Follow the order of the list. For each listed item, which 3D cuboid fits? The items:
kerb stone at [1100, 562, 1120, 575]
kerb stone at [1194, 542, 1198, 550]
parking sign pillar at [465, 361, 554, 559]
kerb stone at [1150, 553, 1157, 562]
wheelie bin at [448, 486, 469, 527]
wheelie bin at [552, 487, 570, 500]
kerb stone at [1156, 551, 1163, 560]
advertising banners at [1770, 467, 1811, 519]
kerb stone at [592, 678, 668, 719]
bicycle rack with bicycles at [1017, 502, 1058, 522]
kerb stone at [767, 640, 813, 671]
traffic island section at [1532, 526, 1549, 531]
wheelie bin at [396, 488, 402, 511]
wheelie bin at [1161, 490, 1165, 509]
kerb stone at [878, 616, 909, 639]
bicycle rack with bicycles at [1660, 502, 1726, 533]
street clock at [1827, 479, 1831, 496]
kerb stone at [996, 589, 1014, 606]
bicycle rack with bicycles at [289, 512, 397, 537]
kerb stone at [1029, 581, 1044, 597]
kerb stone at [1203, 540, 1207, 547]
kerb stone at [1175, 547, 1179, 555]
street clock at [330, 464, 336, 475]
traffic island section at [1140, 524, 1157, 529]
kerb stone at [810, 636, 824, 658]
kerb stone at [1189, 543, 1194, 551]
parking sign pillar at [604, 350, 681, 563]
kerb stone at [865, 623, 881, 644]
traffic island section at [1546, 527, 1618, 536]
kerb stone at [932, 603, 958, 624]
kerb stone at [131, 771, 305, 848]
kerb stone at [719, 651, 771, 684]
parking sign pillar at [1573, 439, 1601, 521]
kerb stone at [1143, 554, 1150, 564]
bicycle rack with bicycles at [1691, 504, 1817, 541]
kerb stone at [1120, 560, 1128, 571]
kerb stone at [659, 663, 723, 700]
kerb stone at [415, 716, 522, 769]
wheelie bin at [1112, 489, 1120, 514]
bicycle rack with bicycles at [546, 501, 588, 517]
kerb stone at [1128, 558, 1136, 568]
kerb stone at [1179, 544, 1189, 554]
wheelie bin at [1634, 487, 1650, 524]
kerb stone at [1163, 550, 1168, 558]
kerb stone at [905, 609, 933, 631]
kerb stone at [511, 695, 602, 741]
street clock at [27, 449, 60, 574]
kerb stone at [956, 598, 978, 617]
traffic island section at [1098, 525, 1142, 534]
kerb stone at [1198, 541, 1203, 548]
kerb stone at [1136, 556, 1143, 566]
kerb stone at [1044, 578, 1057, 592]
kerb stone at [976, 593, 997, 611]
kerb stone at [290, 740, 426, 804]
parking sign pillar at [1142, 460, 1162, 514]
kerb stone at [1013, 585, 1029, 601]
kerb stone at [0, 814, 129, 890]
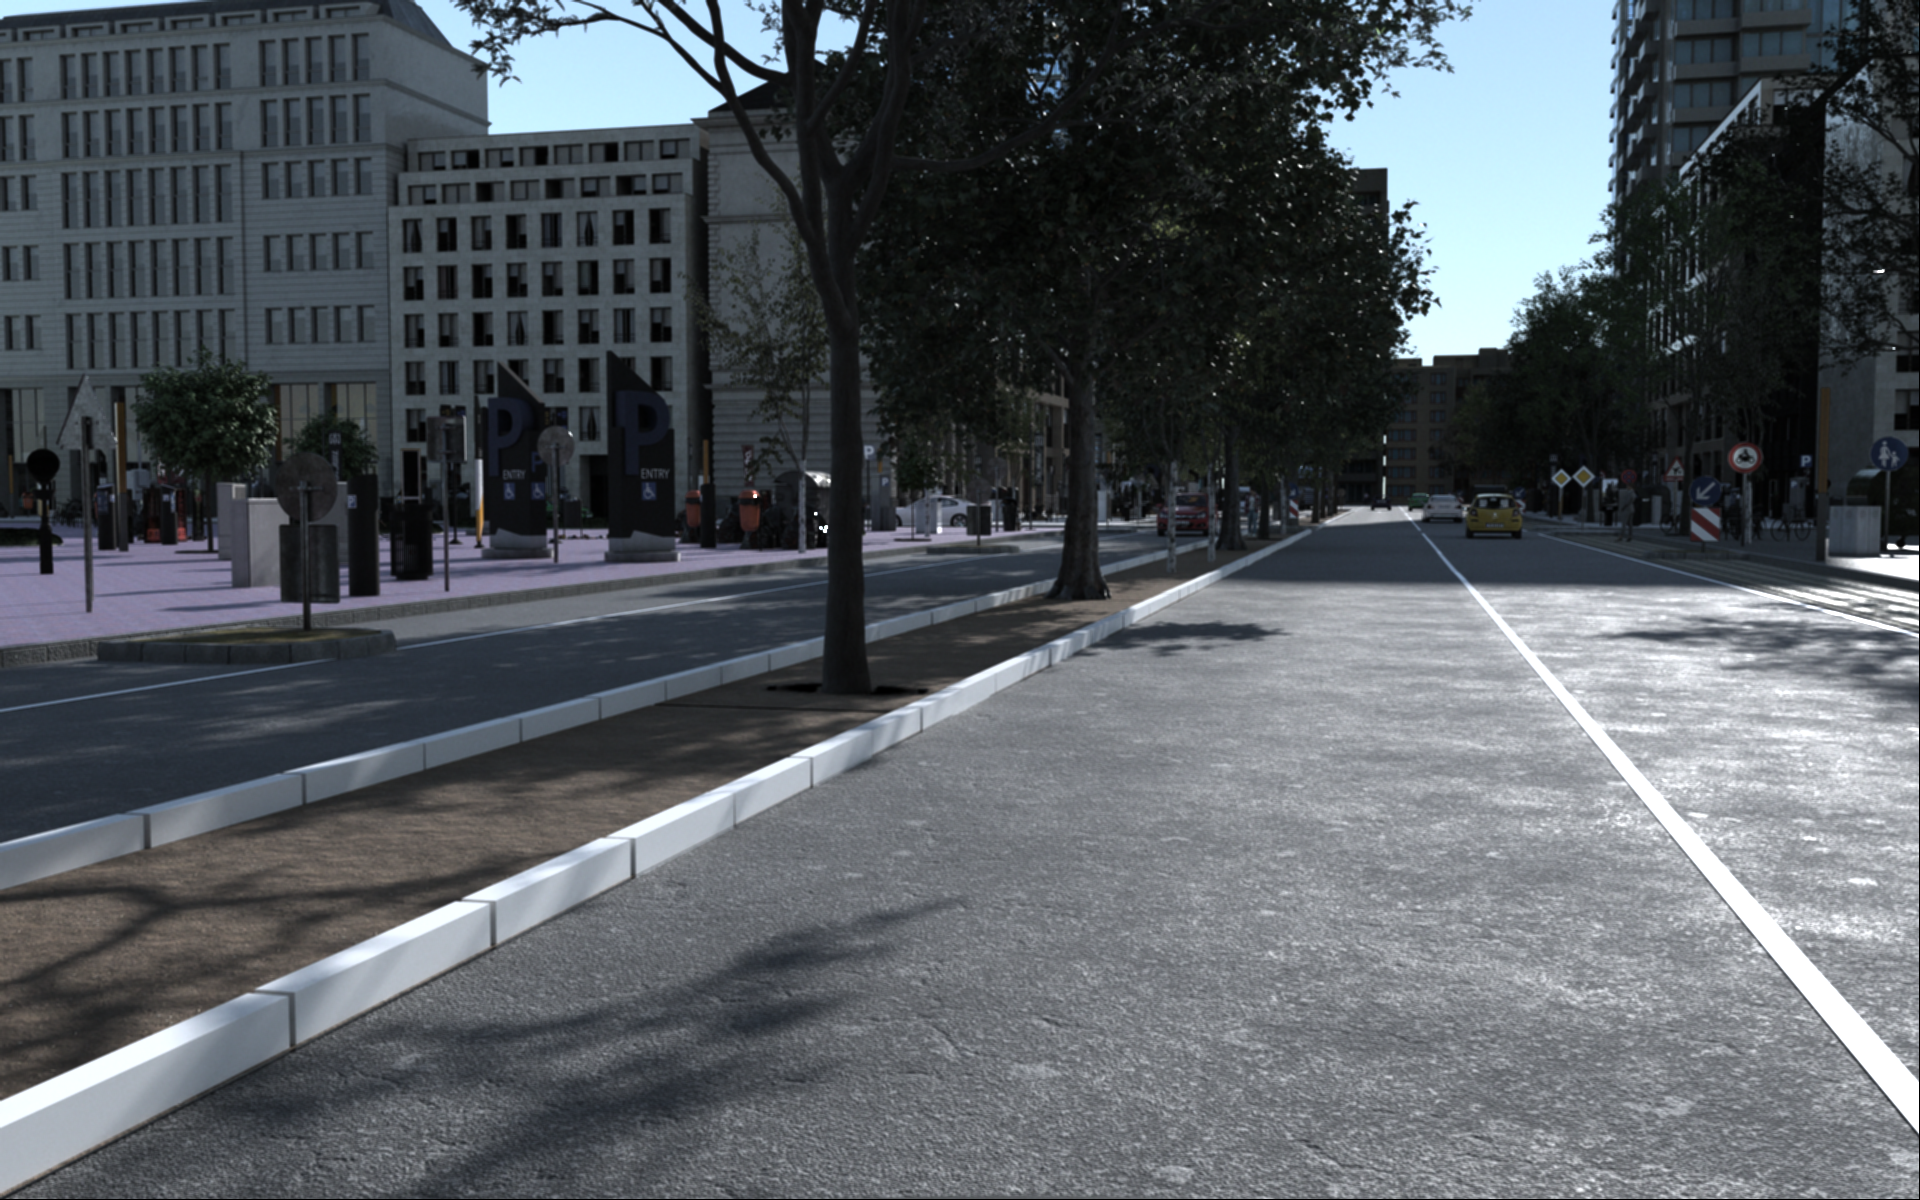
[{"bbox_3d":[2.710,-0.555,31.341,0.120,0.150,1.000,1,4,14],"label":"kerb stone"},{"bbox_3d":[5.919,-1.351,44.286,0.120,0.150,1.000,1,4,14],"label":"kerb stone"},{"bbox_3d":[-8.905,-2.833,34.797,1.447,3.967,1.447,3,4,37],"label":"parking sign pillar"},{"bbox_3d":[3.949,-0.861,36.321,0.120,0.150,1.000,1,4,14],"label":"kerb stone"},{"bbox_3d":[-19.729,-3.679,68.068,0.980,1.594,0.693,1,4,20],"label":"wheelie bin"},{"bbox_3d":[-18.454,-4.420,80.182,0.693,1.594,0.980,3,4,36],"label":"wheelie bin"},{"bbox_3d":[4.202,-0.925,37.312,0.120,0.150,1.000,1,4,14],"label":"kerb stone"},{"bbox_3d":[42.272,-5.618,88.038,2.074,3.025,0.090,0,4,3],"label":"advertising banners"},{"bbox_3d":[-2.206,0.658,11.444,0.120,0.150,1.000,1,4,14],"label":"kerb stone"},{"bbox_3d":[3.398,-4.008,78.905,2.852,0.926,2.925,0,4,4],"label":"bicycle rack with bicycles"},{"bbox_3d":[-1.463,0.476,14.426,0.120,0.150,1.000,1,4,14],"label":"kerb stone"},{"bbox_3d":[23.564,-2.792,67.923,2.009,0.180,2.903,1,4,14],"label":"traffic island section"},{"bbox_3d":[-25.613,-4.418,80.150,0.693,1.594,0.980,1,4,15],"label":"wheelie bin"},{"bbox_3d":[16.006,-7.901,137.089,0.693,1.594,0.980,-2,4,-25],"label":"wheelie bin"},{"bbox_3d":[-0.731,0.293,17.412,0.120,0.150,1.000,1,4,14],"label":"kerb stone"},{"bbox_3d":[24.557,-2.620,56.213,2.852,0.926,2.925,-1,4,-9],"label":"bicycle rack with bicycles"},{"bbox_3d":[40.274,-4.655,80.675,0.471,2.002,0.358,2,4,29],"label":"street clock"},{"bbox_3d":[0.499,-0.011,22.386,0.120,0.150,1.000,1,4,14],"label":"kerb stone"},{"bbox_3d":[-18.269,-2.267,50.443,2.925,0.926,2.852,0,4,4],"label":"bicycle rack with bicycles"},{"bbox_3d":[0.988,-0.133,24.371,0.120,0.150,1.000,1,4,14],"label":"kerb stone"},{"bbox_3d":[6.419,-1.472,46.268,0.120,0.150,1.000,1,4,14],"label":"kerb stone"},{"bbox_3d":[4.924,-1.108,40.305,0.120,0.150,1.000,1,4,14],"label":"kerb stone"},{"bbox_3d":[-15.062,-2.242,41.232,0.471,2.002,0.358,3,5,42],"label":"street clock"},{"bbox_3d":[7.361,-3.036,71.924,2.009,0.180,2.903,1,4,14],"label":"traffic island section"},{"bbox_3d":[-1.223,0.414,15.422,0.120,0.150,1.000,1,4,14],"label":"kerb stone"},{"bbox_3d":[5.678,-1.287,43.280,0.120,0.150,1.000,1,4,14],"label":"kerb stone"},{"bbox_3d":[-6.072,-2.725,33.023,1.447,3.967,1.447,3,5,40],"label":"parking sign pillar"},{"bbox_3d":[-0.973,0.354,16.420,0.120,0.150,1.000,1,4,14],"label":"kerb stone"},{"bbox_3d":[21.645,-2.317,60.171,2.009,0.180,2.903,1,4,14],"label":"traffic island section"},{"bbox_3d":[-0.231,0.171,19.400,0.120,0.150,1.000,1,4,14],"label":"kerb stone"},{"bbox_3d":[-3.190,0.903,7.457,0.120,0.150,1.000,1,4,14],"label":"kerb stone"},{"bbox_3d":[-1.716,0.536,13.435,0.120,0.150,1.000,1,4,14],"label":"kerb stone"},{"bbox_3d":[30.487,-5.834,83.864,1.447,3.967,1.447,0,4,-8],"label":"parking sign pillar"},{"bbox_3d":[3.704,-0.803,35.329,0.120,0.150,1.000,1,4,14],"label":"kerb stone"},{"bbox_3d":[22.447,-2.132,48.240,2.925,0.926,2.852,-3,4,-36],"label":"bicycle rack with bicycles"},{"bbox_3d":[2.963,-0.620,32.336,0.120,0.150,1.000,1,4,14],"label":"kerb stone"},{"bbox_3d":[-1.961,0.597,12.437,0.120,0.150,1.000,1,4,14],"label":"kerb stone"},{"bbox_3d":[-2.701,0.783,9.449,0.120,0.150,1.000,1,4,14],"label":"kerb stone"},{"bbox_3d":[9.704,-6.272,110.461,0.693,1.594,0.980,0,4,6],"label":"wheelie bin"},{"bbox_3d":[-20.110,-4.534,87.521,2.852,0.926,2.925,0,4,5],"label":"bicycle rack with bicycles"},{"bbox_3d":[3.211,-0.681,33.327,0.120,0.150,1.000,1,4,14],"label":"kerb stone"},{"bbox_3d":[5.423,-1.229,42.288,0.120,0.150,1.000,1,4,14],"label":"kerb stone"},{"bbox_3d":[29.216,-4.079,74.606,0.980,1.594,0.693,-3,4,-36],"label":"wheelie bin"},{"bbox_3d":[4.442,-0.986,38.318,0.120,0.150,1.000,1,4,14],"label":"kerb stone"},{"bbox_3d":[-0.494,0.232,18.407,0.120,0.150,1.000,1,4,14],"label":"kerb stone"},{"bbox_3d":[-2.455,0.724,10.451,0.120,0.150,1.000,1,4,14],"label":"kerb stone"},{"bbox_3d":[-14.692,-1.421,27.805,0.471,2.002,0.358,-2,4,-27],"label":"street clock"},{"bbox_3d":[0.004,0.113,20.399,0.120,0.150,1.000,1,4,14],"label":"kerb stone"},{"bbox_3d":[5.442,-2.562,64.172,2.009,0.180,2.903,1,4,14],"label":"traffic island section"},{"bbox_3d":[6.162,-1.411,45.278,0.120,0.150,1.000,1,4,14],"label":"kerb stone"},{"bbox_3d":[3.456,-0.741,34.338,0.120,0.150,1.000,1,4,14],"label":"kerb stone"},{"bbox_3d":[1.236,-0.192,25.372,0.120,0.150,1.000,1,4,14],"label":"kerb stone"},{"bbox_3d":[0.259,0.049,21.389,0.120,0.150,1.000,1,4,14],"label":"kerb stone"},{"bbox_3d":[-2.943,0.840,8.456,0.120,0.150,1.000,1,4,14],"label":"kerb stone"},{"bbox_3d":[12.110,-7.425,109.869,1.447,3.967,1.447,0,4,-6],"label":"parking sign pillar"},{"bbox_3d":[0.740,-0.072,23.379,0.120,0.150,1.000,1,4,14],"label":"kerb stone"},{"bbox_3d":[-3.446,0.965,6.465,0.120,0.150,1.000,1,4,14],"label":"kerb stone"}]
